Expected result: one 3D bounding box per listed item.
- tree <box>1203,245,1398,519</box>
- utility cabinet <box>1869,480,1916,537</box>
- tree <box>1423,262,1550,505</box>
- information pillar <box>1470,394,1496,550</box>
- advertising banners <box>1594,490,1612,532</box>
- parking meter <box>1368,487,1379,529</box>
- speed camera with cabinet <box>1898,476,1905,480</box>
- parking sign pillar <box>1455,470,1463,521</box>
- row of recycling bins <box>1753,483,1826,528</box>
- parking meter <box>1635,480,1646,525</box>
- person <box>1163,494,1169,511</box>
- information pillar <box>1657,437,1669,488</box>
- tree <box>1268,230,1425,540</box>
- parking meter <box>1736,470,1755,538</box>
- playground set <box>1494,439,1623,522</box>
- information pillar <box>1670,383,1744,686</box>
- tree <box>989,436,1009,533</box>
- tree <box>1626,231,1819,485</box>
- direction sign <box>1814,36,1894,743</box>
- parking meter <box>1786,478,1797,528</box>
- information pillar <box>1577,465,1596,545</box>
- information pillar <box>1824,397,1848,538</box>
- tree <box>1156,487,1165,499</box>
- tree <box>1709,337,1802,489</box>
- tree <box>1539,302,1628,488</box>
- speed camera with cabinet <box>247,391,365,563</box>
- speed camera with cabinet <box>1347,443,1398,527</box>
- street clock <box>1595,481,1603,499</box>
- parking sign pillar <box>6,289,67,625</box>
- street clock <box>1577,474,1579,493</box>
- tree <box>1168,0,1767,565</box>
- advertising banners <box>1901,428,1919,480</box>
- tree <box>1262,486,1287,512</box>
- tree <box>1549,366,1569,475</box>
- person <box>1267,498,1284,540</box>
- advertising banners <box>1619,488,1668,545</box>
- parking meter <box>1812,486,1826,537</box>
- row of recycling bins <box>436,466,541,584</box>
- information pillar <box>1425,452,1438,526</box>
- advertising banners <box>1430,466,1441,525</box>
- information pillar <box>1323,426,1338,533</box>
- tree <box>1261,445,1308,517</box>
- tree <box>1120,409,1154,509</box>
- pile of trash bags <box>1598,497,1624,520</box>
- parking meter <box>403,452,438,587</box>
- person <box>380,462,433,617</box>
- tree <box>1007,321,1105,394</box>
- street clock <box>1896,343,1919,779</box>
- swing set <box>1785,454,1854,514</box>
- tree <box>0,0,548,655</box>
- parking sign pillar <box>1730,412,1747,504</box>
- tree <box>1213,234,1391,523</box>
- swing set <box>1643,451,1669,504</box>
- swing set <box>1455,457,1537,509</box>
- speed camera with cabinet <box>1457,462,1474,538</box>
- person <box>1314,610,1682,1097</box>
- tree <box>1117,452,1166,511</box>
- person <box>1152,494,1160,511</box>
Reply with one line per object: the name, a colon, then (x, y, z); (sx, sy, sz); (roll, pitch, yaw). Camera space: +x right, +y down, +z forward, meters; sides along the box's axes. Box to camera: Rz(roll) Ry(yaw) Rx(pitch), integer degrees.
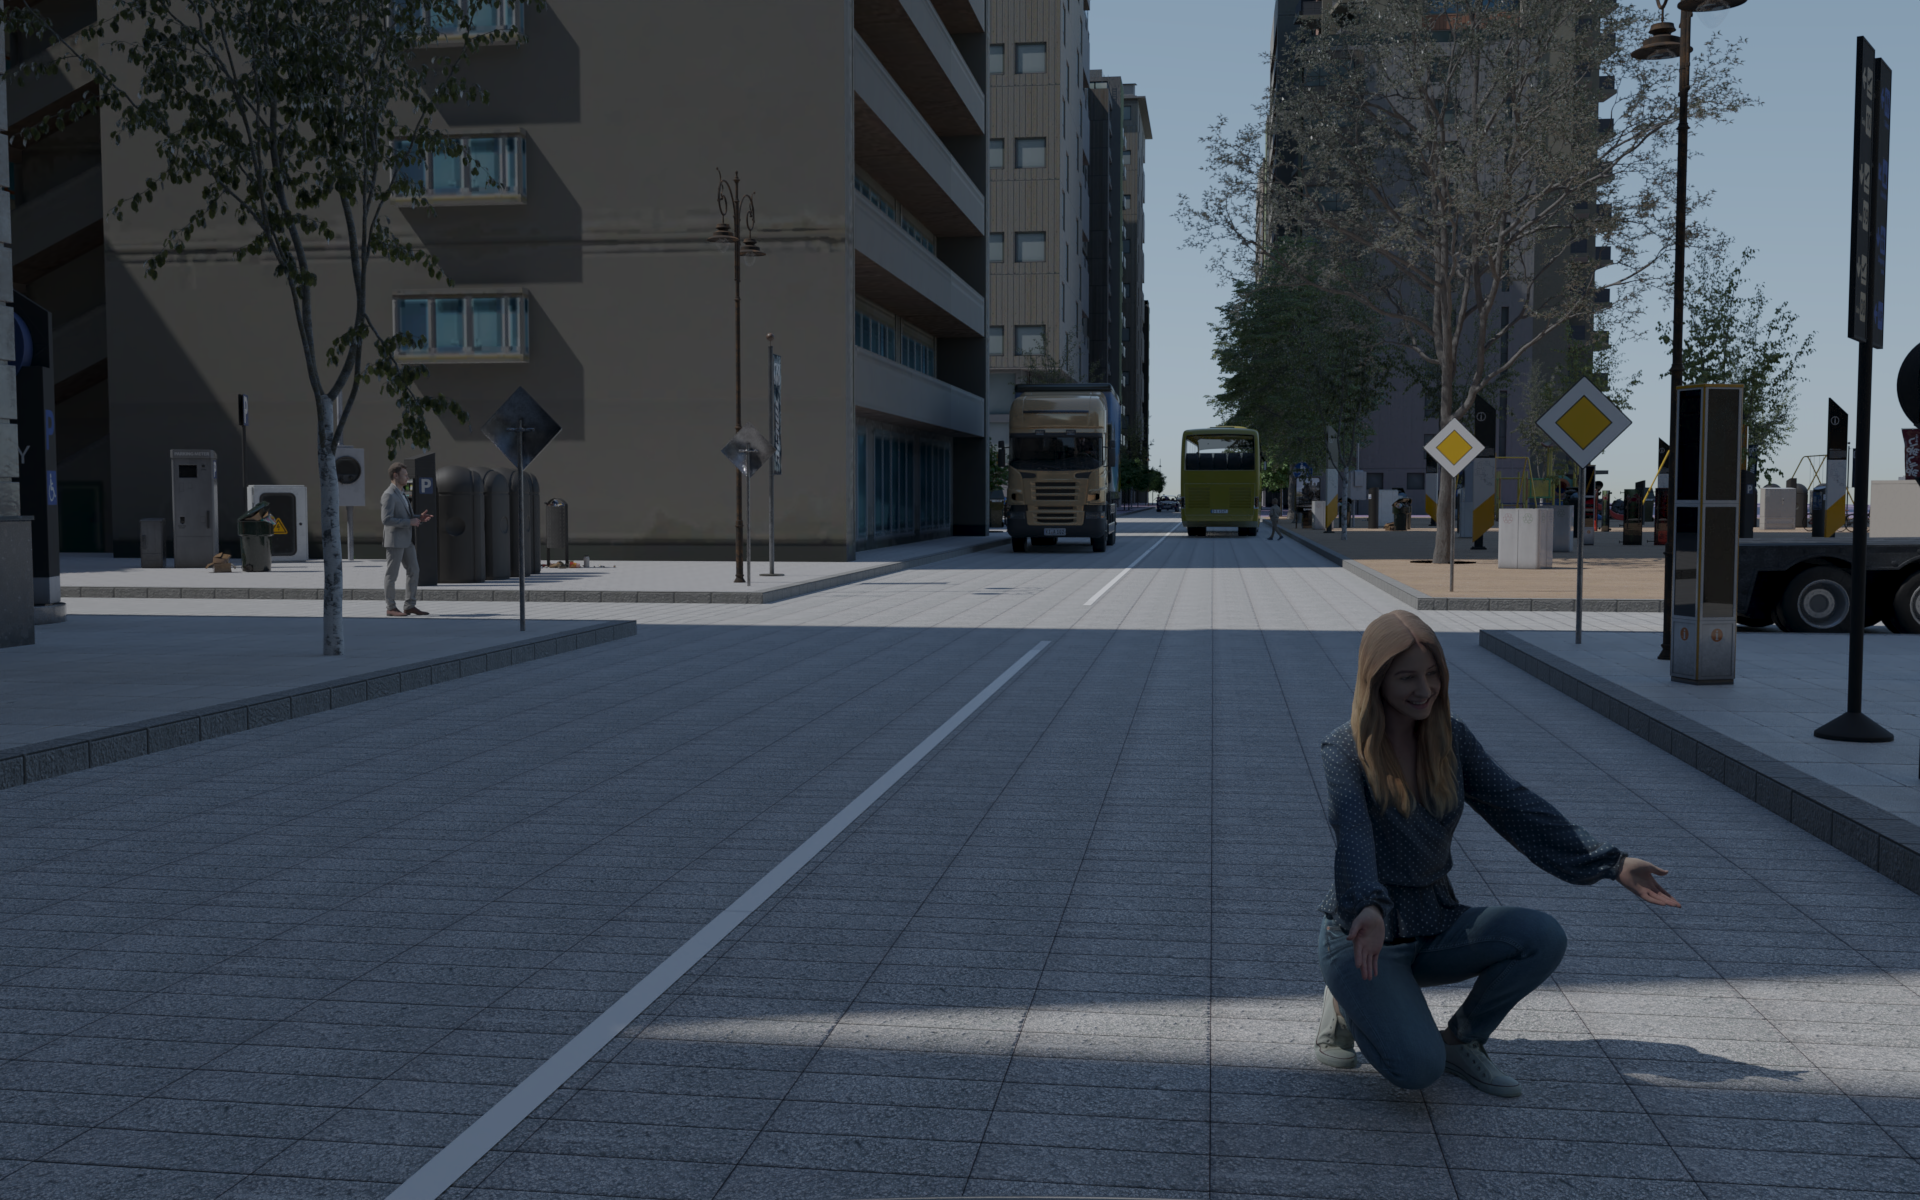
tree: (17.405, -11.179, 89.435); (9.857, 13.997, 8.962); (0, 3, 0)
utility cabinet: (15.085, -1.148, 27.445); (0.318, 1.500, 1.173); (-2, 4, -35)
tree: (15.466, -6.368, 54.472); (4.360, 8.622, 3.978); (0, 3, 0)
information pillar: (12.052, -2.967, 39.863); (0.504, 3.616, 0.183); (0, 4, 7)
advertising banners: (21.881, -3.885, 59.710); (0.090, 3.025, 2.074); (-1, 4, -11)
parking meter: (15.268, -3.396, 63.941); (0.372, 1.533, 0.369); (0, 3, 0)
speed camera with cabinet: (47.745, -5.666, 86.973); (2.038, 3.252, 0.660); (-3, 5, -43)
parking sign pillar: (24.308, -5.875, 84.531); (1.447, 3.967, 1.447); (0, 4, -4)
row of recycling bins: (31.633, -3.627, 66.410); (3.534, 1.692, 1.069); (2, 4, 33)
parking meter: (28.414, -4.080, 72.415); (0.399, 1.863, 0.255); (3, 5, 41)
person: (17.838, -8.429, 149.551); (0.697, 1.427, 0.421); (0, 4, 4)
information pillar: (28.731, -4.855, 70.740); (0.504, 3.616, 0.183); (2, 4, 26)
tree: (10.751, -5.988, 48.265); (4.360, 8.622, 3.978); (0, 3, 0)
parking meter: (18.751, -2.181, 41.368); (0.399, 1.863, 0.255); (-2, 4, -28)
playground set: (28.167, -5.800, 81.602); (5.637, 4.214, 5.302); (1, 4, 12)
information pillar: (5.043, -0.441, 11.709); (0.304, 2.012, 0.304); (-1, 4, -13)
tree: (1.047, -3.864, 57.781); (1.663, 3.219, 1.824); (0, 3, 0)
tree: (21.338, -5.992, 48.329); (4.737, 8.622, 4.395); (0, 3, 0)
direction sign: (4.701, -1.040, 9.006); (0.379, 3.537, 0.876); (3, 4, 36)
parking meter: (30.172, -3.498, 62.897); (0.255, 1.863, 0.399); (0, 4, 3)
information pillar: (15.698, -2.380, 43.398); (0.304, 2.012, 0.304); (-1, 4, -9)
information pillar: (21.262, -3.100, 42.044); (0.504, 3.616, 0.183); (0, 4, -4)
tree: (28.477, -15.514, 248.261); (1.663, 3.219, 1.824); (0, 3, 0)
tree: (37.378, -8.052, 82.017); (4.360, 8.622, 3.978); (0, 3, 0)
tree: (24.324, -7.155, 67.351); (4.737, 8.622, 4.395); (0, 3, 0)
speed camera with cabinet: (-12.361, -2.348, 32.727); (2.038, 3.252, 0.660); (-2, 4, -32)
speed camera with cabinet: (16.063, -4.483, 67.635); (2.038, 3.252, 0.660); (-1, 4, -14)
street clock: (34.340, -5.421, 93.209); (0.471, 2.002, 0.358); (0, 4, 1)
parking sign pillar: (-9.692, -1.751, 17.097); (1.447, 3.967, 1.447); (-1, 4, -14)
street clock: (22.133, -3.491, 61.652); (0.358, 2.002, 0.471); (0, 4, 4)
tree: (9.074, -7.413, 31.574); (12.009, 13.543, 11.850); (0, 3, 0)
advertising banners: (25.854, -3.016, 45.500); (2.074, 3.025, 0.090); (2, 4, 30)
tree: (22.747, -7.940, 124.413); (1.663, 3.219, 1.824); (0, 3, 0)
tree: (31.359, -8.729, 93.073); (4.360, 8.622, 3.978); (0, 3, 0)
person: (9.750, -2.500, 53.647); (0.640, 1.303, 0.475); (3, 5, 39)
advertising banners: (17.587, -2.878, 43.247); (2.074, 3.025, 0.090); (1, 4, 11)
parking meter: (25.656, -2.648, 51.703); (0.372, 1.533, 0.369); (0, 3, 0)
row of recycling bins: (-7.207, -1.183, 26.462); (1.069, 1.692, 3.534); (0, 4, 3)
information pillar: (18.895, -4.768, 69.307); (0.504, 3.616, 0.183); (3, 4, 38)
advertising banners: (19.907, -4.652, 72.245); (0.090, 3.025, 2.074); (0, 4, 3)
information pillar: (12.225, -4.014, 56.980); (0.504, 3.616, 0.183); (-2, 4, -33)
tree: (18.136, -6.998, 98.129); (4.285, 4.588, 4.351); (0, 3, 0)
tree: (14.870, -12.221, 150.172); (4.360, 8.622, 3.978); (0, 3, 0)
pile of trash bags: (32.017, -4.738, 87.222); (3.447, 1.369, 1.912); (1, 4, 18)
parking meter: (-7.521, -1.126, 24.129); (0.255, 1.863, 0.399); (3, 4, 37)
person: (-6.489, -0.709, 20.292); (0.583, 1.804, 0.606); (0, 4, -2)
tree: (4.235, -7.594, 74.519); (4.360, 8.622, 3.978); (0, 3, 0)
street clock: (4.401, -0.188, 7.642); (0.471, 2.002, 0.358); (0, 4, 6)
swing set: (34.288, -4.384, 69.298); (2.862, 2.851, 3.119); (1, 4, 9)
tree: (-5.071, -3.852, 13.344); (4.360, 8.622, 3.978); (0, 3, 0)
parking sign pillar: (23.513, -3.976, 53.473); (1.447, 3.967, 1.447); (1, 4, 11)
tree: (14.961, -9.676, 76.335); (7.486, 12.596, 7.792); (0, 3, 0)
swing set: (24.345, -3.706, 58.219); (2.862, 2.851, 3.119); (0, 4, 5)
swing set: (22.617, -4.608, 72.957); (3.119, 2.851, 2.862); (0, 4, -4)
speed camera with cabinet: (14.772, -3.409, 50.077); (0.660, 3.252, 2.038); (1, 4, 11)
person: (1.228, 0.602, 4.163); (1.012, 1.151, 0.738); (-1, 4, -16)
tree: (12.674, -9.188, 133.936); (4.285, 4.588, 4.351); (0, 3, 0)
person: (16.703, -8.229, 146.265); (0.991, 1.433, 0.599); (-1, 4, -15)
